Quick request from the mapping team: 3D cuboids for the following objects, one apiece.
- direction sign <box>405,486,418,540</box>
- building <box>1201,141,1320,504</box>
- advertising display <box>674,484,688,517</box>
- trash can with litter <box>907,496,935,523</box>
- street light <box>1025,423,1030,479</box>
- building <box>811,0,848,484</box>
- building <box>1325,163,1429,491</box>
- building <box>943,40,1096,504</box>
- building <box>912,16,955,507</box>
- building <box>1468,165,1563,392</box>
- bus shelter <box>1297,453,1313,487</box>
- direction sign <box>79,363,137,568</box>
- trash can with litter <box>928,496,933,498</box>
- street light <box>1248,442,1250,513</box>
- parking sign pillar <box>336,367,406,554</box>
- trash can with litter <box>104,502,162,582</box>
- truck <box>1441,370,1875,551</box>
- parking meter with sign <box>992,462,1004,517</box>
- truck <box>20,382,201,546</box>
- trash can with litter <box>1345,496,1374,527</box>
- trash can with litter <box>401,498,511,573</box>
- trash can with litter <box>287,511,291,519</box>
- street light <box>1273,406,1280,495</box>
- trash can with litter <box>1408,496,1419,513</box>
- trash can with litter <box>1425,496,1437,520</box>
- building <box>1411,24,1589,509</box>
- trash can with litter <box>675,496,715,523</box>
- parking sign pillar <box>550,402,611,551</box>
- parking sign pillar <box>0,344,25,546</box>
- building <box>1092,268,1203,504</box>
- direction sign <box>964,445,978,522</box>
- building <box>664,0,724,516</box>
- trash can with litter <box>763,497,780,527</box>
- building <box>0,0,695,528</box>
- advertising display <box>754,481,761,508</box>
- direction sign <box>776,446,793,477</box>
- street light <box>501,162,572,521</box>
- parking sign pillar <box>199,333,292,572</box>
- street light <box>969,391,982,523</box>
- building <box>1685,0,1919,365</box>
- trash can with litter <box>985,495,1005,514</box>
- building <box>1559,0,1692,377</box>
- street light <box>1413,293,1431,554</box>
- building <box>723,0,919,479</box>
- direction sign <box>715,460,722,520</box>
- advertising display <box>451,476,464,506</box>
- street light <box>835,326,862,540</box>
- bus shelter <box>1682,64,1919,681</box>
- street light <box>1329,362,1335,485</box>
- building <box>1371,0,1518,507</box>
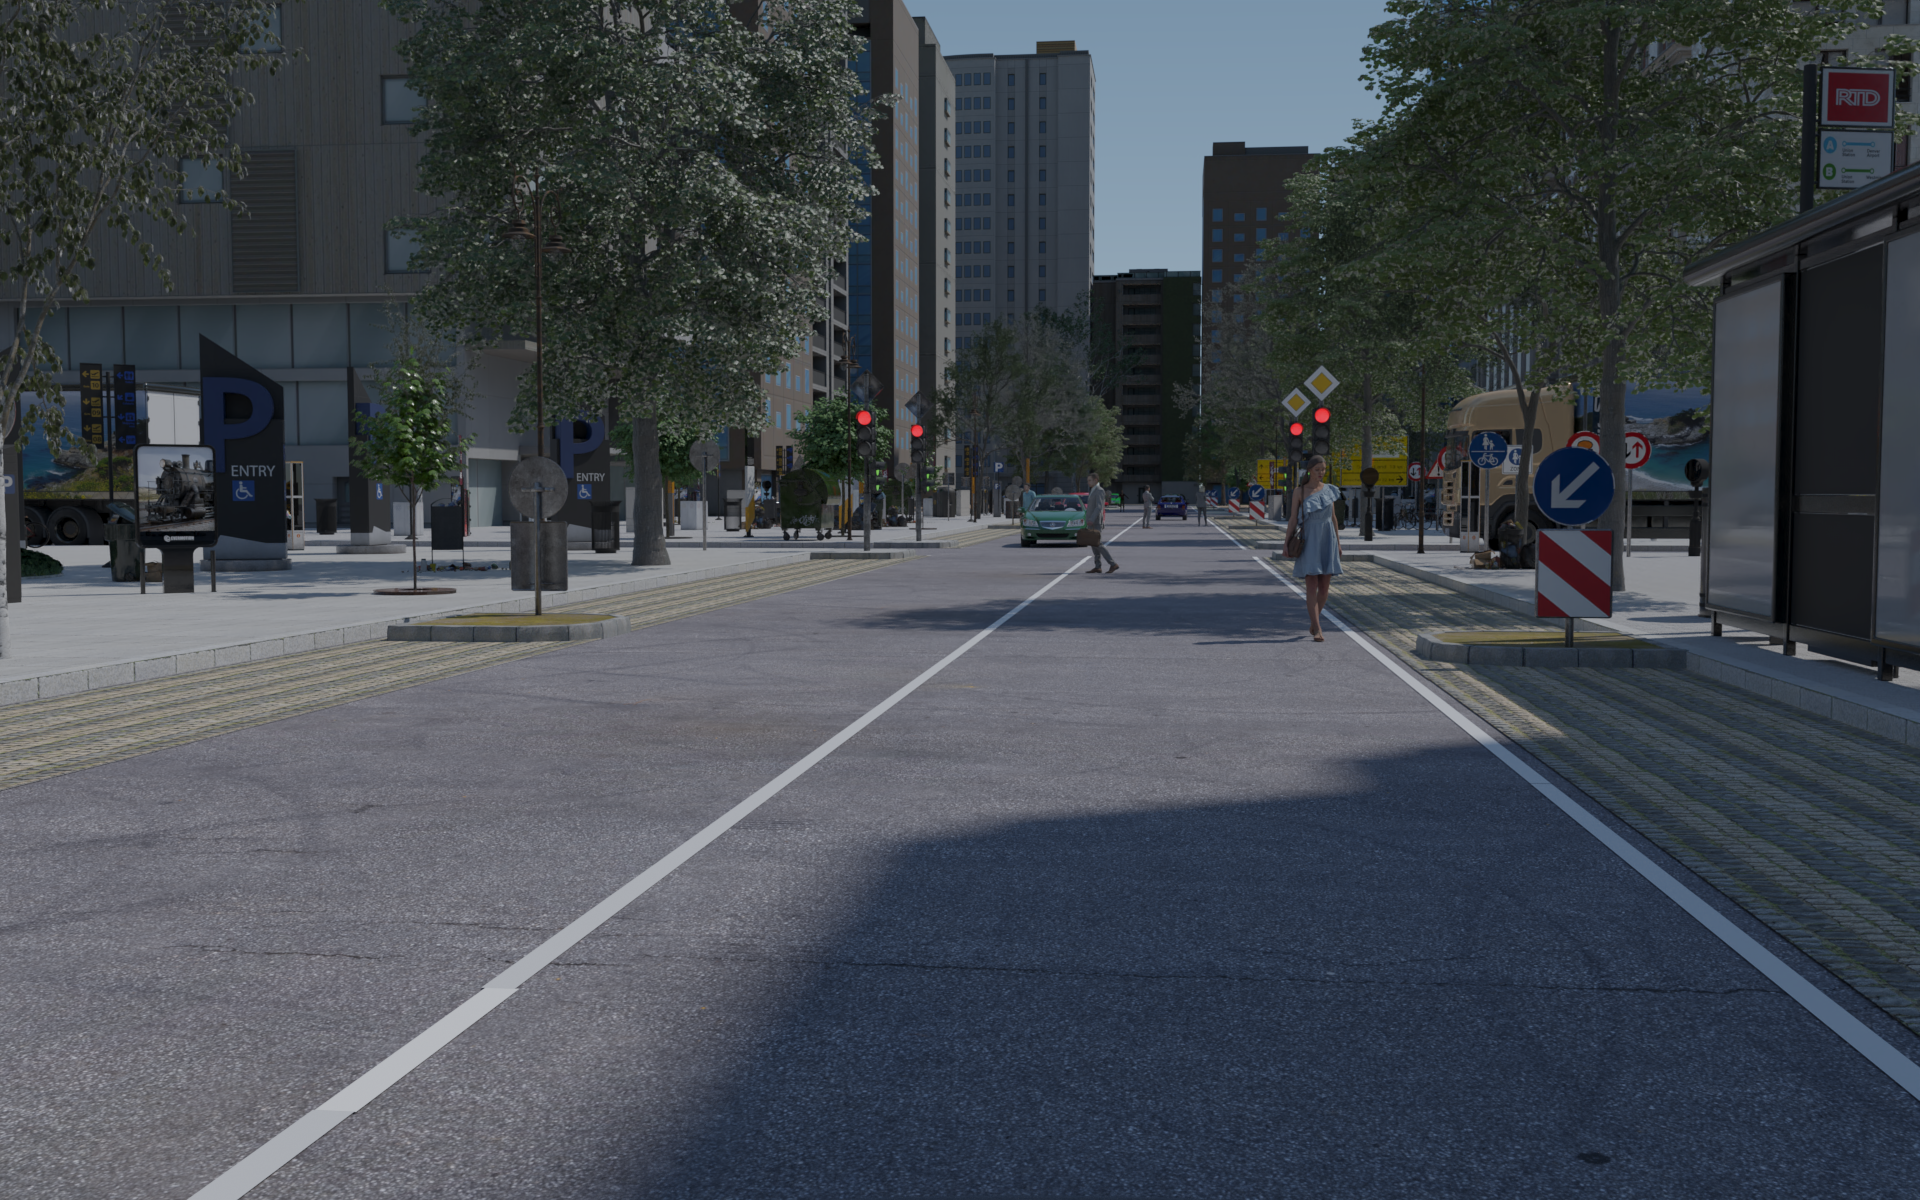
[{"bbox_3d":[-15.489,-3.474,48.799,0.379,3.537,0.876,-2,4,-27],"label":"direction sign"},{"bbox_3d":[38.282,-35.024,222.749,14.200,45.320,14.600,0,4,7],"label":"building"},{"bbox_3d":[-15.685,-5.613,96.987,0.974,1.923,0.123,-3,5,-40],"label":"advertising display"},{"bbox_3d":[-2.188,-4.021,76.794,1.678,1.210,2.233,-1,4,-22],"label":"trash can with litter"},{"bbox_3d":[4.250,-8.204,106.928,0.468,5.910,1.993,0,4,7],"label":"street light"},{"bbox_3d":[-17.468,-42.575,134.357,20.563,71.187,20.611,0,4,7],"label":"building"},{"bbox_3d":[60.126,-34.821,223.942,28.867,44.769,22.147,0,4,7],"label":"building"},{"bbox_3d":[3.661,-42.086,230.106,28.212,58.520,21.231,0,4,7],"label":"building"},{"bbox_3d":[-12.231,-33.734,175.245,21.600,48.544,21.300,0,4,7],"label":"building"},{"bbox_3d":[39.613,-16.141,105.712,13.314,21.916,24.055,0,4,7],"label":"building"},{"bbox_3d":[18.995,-7.043,92.784,2.179,5.291,8.768,0,4,7],"label":"bus shelter"},{"bbox_3d":[-14.802,-2.335,30.179,0.876,3.537,0.379,-3,4,-36],"label":"direction sign"},{"bbox_3d":[-1.768,-5.836,106.804,0.624,1.170,1.055,1,4,16],"label":"trash can with litter"},{"bbox_3d":[19.902,-8.942,118.994,0.468,5.910,1.993,0,4,7],"label":"street light"},{"bbox_3d":[-12.741,-2.991,37.370,1.447,3.967,1.447,0,4,2],"label":"parking sign pillar"},{"bbox_3d":[-11.967,-0.858,25.411,1.055,1.170,0.624,1,4,8],"label":"trash can with litter"},{"bbox_3d":[16.493,-3.155,40.502,11.283,4.237,2.839,0,4,6],"label":"truck"},{"bbox_3d":[2.059,-6.085,95.744,0.543,3.016,1.738,0,4,-4],"label":"parking meter with sign"},{"bbox_3d":[-25.738,-3.453,45.371,11.283,4.237,2.839,0,4,8],"label":"truck"},{"bbox_3d":[15.309,-3.461,67.649,1.678,1.210,2.233,1,4,15],"label":"trash can with litter"},{"bbox_3d":[-8.200,-1.102,29.077,2.233,1.210,1.678,-1,4,-16],"label":"trash can with litter"},{"bbox_3d":[-13.945,-1.419,34.580,0.624,1.170,1.055,2,4,26],"label":"trash can with litter"},{"bbox_3d":[16.361,-7.143,89.570,0.468,5.910,1.993,0,4,7],"label":"street light"},{"bbox_3d":[27.251,-5.673,104.142,0.624,1.170,1.055,2,4,35],"label":"trash can with litter"},{"bbox_3d":[22.844,-4.417,83.611,0.624,1.170,1.055,0,4,-5],"label":"trash can with litter"},{"bbox_3d":[52.404,-27.065,134.391,32.217,40.220,23.993,0,4,7],"label":"building"},{"bbox_3d":[-12.030,-4.041,77.126,2.233,1.210,1.678,-1,4,-12],"label":"trash can with litter"},{"bbox_3d":[-8.733,-3.142,39.841,1.447,3.967,1.447,-2,4,-35],"label":"parking sign pillar"},{"bbox_3d":[-17.271,-2.571,30.502,1.447,3.967,1.447,-3,4,-36],"label":"parking sign pillar"},{"bbox_3d":[24.257,-27.732,225.113,14.107,30.474,14.160,0,4,7],"label":"building"},{"bbox_3d":[0.515,-5.381,79.975,0.876,3.537,0.379,3,5,44],"label":"direction sign"},{"bbox_3d":[-17.260,-27.827,105.088,14.600,45.320,14.200,0,4,7],"label":"building"},{"bbox_3d":[-7.020,-3.444,67.361,2.233,1.210,1.678,0,4,4],"label":"trash can with litter"},{"bbox_3d":[-27.822,-29.794,76.375,28.713,52.752,27.495,0,4,7],"label":"building"},{"bbox_3d":[-10.280,-5.018,87.260,0.123,1.923,0.974,1,4,20],"label":"advertising display"},{"bbox_3d":[-8.192,-5.439,80.929,0.876,3.537,0.379,1,4,21],"label":"direction sign"},{"bbox_3d":[-5.965,-3.168,24.586,0.468,5.910,1.993,0,4,7],"label":"street light"},{"bbox_3d":[-12.054,-2.487,29.130,1.447,3.967,1.447,-1,4,-17],"label":"parking sign pillar"},{"bbox_3d":[0.680,-6.405,77.507,0.468,5.910,1.993,0,4,7],"label":"street light"},{"bbox_3d":[35.867,-12.612,60.950,16.860,20.320,10.420,0,4,7],"label":"building"},{"bbox_3d":[2.260,-6.040,109.812,2.233,1.210,1.678,-1,4,-14],"label":"trash can with litter"},{"bbox_3d":[37.065,-17.991,81.537,14.401,28.519,23.554,0,4,7],"label":"building"},{"bbox_3d":[9.943,-3.939,37.184,0.468,5.910,1.993,0,4,7],"label":"street light"},{"bbox_3d":[-11.486,-30.691,151.913,14.600,45.320,14.200,0,4,7],"label":"building"},{"bbox_3d":[-11.873,-5.696,85.133,0.379,3.537,0.876,0,4,2],"label":"direction sign"},{"bbox_3d":[-18.046,-3.486,62.210,0.123,1.923,0.974,-3,4,-37],"label":"advertising display"},{"bbox_3d":[-3.058,-4.588,47.798,0.468,5.910,1.993,0,4,7],"label":"street light"},{"bbox_3d":[7.404,-2.223,13.981,2.179,5.291,8.768,0,4,7],"label":"bus shelter"},{"bbox_3d":[12.694,-5.289,59.269,0.468,5.910,1.993,0,4,7],"label":"street light"},{"bbox_3d":[51.748,-51.908,161.372,22.319,86.520,31.000,0,4,7],"label":"building"}]
